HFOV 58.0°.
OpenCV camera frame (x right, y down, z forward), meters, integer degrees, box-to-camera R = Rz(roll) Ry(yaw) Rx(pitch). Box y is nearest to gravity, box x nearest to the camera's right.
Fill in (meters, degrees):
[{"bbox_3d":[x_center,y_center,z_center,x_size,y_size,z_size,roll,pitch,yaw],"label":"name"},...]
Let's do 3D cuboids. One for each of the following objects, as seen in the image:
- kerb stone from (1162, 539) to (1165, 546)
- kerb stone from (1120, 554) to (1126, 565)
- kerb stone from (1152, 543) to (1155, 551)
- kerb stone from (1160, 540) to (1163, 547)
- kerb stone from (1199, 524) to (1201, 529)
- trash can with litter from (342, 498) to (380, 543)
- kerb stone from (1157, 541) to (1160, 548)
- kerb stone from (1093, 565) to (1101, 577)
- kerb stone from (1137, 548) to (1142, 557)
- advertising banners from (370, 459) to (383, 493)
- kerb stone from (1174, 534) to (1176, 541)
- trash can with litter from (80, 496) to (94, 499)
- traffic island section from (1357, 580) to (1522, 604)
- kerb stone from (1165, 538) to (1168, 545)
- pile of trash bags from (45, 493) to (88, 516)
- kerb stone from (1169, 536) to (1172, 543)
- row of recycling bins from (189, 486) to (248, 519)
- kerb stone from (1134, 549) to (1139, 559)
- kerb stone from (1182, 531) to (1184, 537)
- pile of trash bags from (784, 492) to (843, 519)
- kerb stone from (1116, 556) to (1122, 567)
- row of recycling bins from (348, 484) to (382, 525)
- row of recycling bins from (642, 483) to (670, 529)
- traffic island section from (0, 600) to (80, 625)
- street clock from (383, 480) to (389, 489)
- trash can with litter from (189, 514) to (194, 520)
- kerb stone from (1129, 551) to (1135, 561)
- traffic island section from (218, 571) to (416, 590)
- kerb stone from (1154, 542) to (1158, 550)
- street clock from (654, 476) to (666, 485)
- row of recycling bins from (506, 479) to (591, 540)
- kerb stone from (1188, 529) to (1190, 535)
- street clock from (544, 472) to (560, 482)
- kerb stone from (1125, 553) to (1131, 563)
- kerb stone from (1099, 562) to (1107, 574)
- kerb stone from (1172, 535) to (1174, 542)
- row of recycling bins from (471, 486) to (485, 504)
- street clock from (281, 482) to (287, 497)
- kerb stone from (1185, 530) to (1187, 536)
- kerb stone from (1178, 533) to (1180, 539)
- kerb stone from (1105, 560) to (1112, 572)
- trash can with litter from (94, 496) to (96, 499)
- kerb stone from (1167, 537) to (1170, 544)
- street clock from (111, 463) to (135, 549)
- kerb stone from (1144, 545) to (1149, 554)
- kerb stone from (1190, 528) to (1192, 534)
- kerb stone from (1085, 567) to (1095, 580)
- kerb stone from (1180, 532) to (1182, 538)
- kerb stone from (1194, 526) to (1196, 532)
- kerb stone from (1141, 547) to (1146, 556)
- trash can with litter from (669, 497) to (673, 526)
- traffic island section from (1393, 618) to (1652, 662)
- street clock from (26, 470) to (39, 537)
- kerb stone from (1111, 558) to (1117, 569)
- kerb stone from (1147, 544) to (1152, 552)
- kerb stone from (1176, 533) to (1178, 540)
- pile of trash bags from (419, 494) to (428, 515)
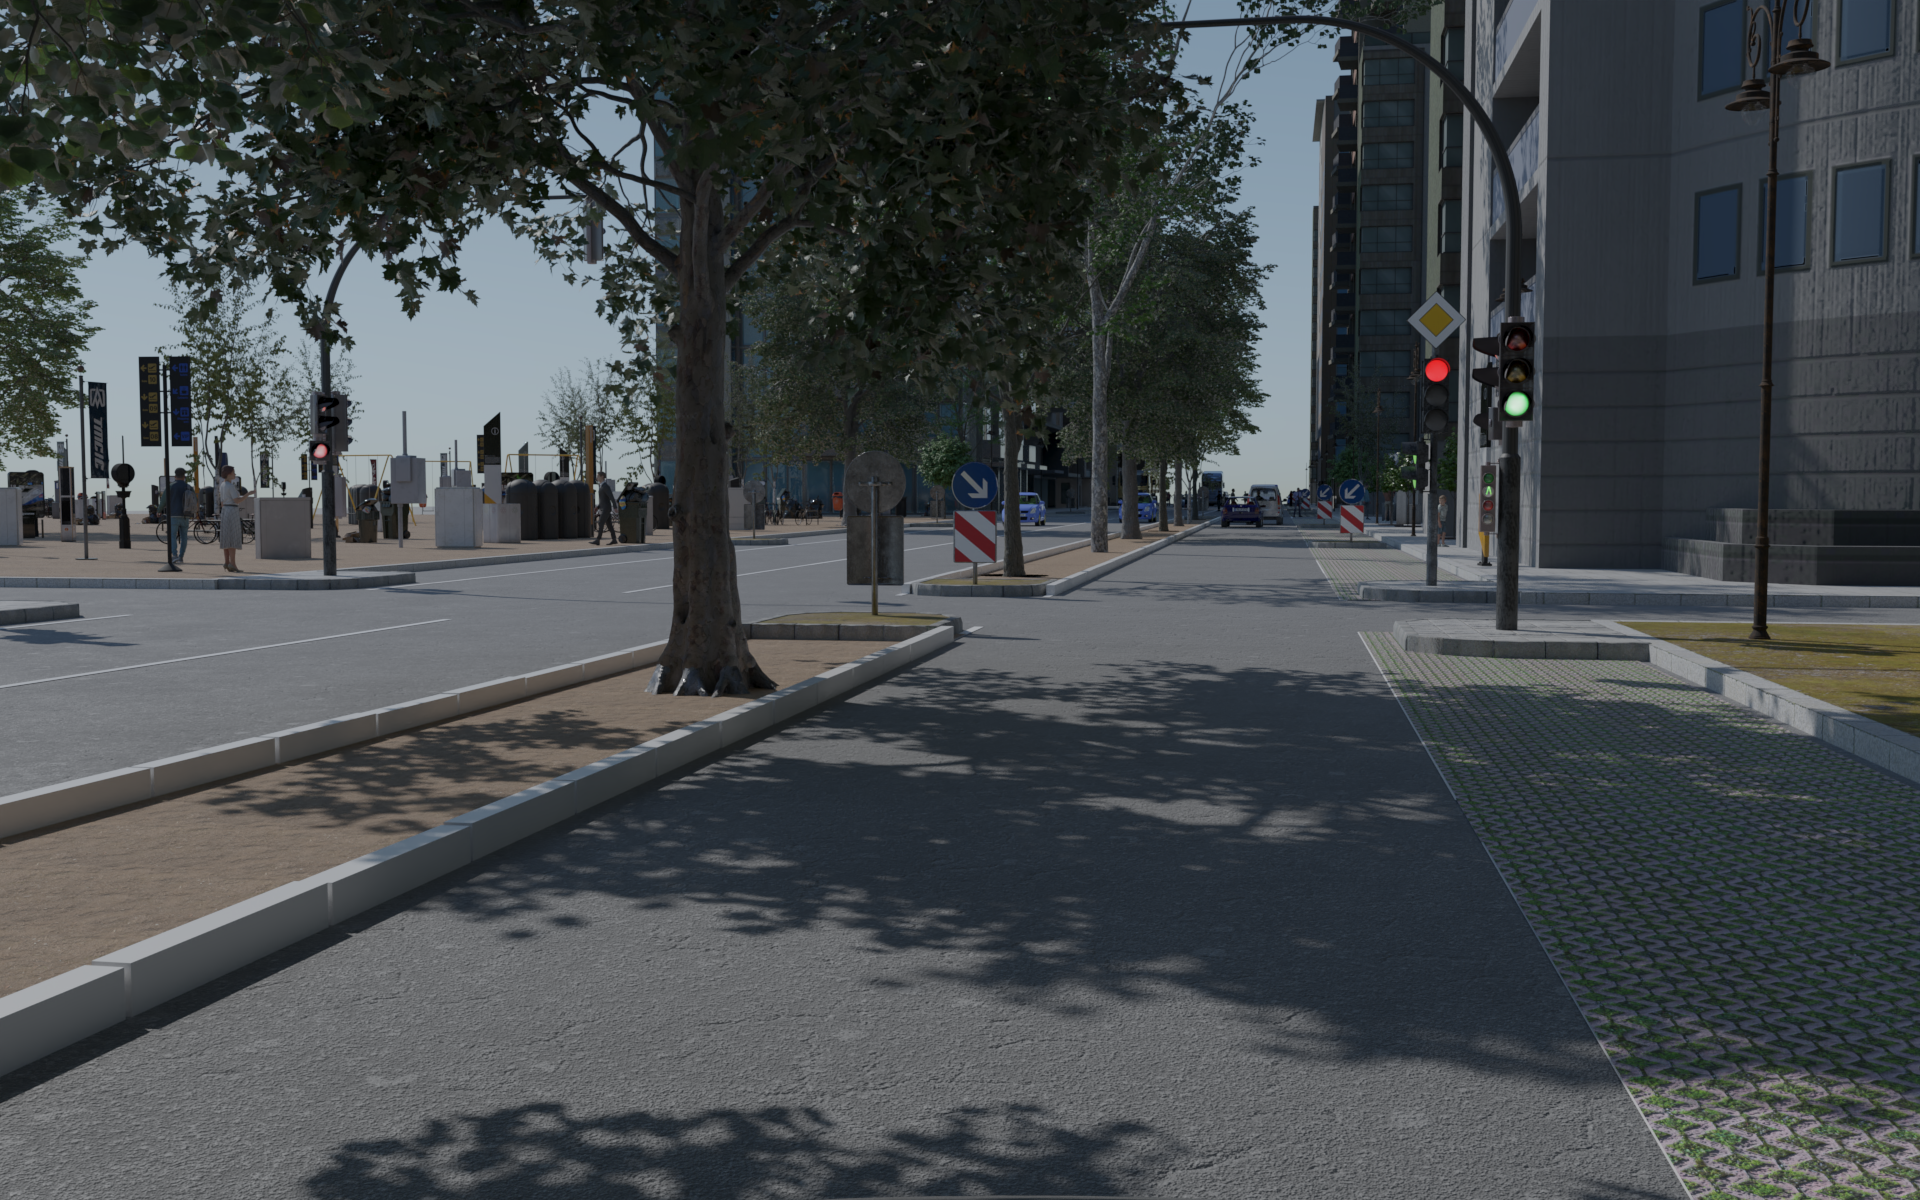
[{"bbox_3d":[5.426,-1.522,47.088,0.120,0.150,1.000,1,4,10],"label":"kerb stone"},{"bbox_3d":[3.207,-0.783,34.995,0.120,0.150,1.000,1,4,10],"label":"kerb stone"},{"bbox_3d":[4.683,-1.276,43.056,0.120,0.150,1.000,1,4,10],"label":"kerb stone"},{"bbox_3d":[5.240,-1.461,46.083,0.120,0.150,1.000,1,4,10],"label":"kerb stone"},{"bbox_3d":[9.300,-2.818,68.273,0.120,0.150,1.000,1,4,10],"label":"kerb stone"},{"bbox_3d":[-15.741,-2.080,45.398,1.055,1.170,0.624,1,4,23],"label":"trash can with litter"},{"bbox_3d":[5.056,-1.399,45.077,0.120,0.150,1.000,1,4,10],"label":"kerb stone"},{"bbox_3d":[2.283,-0.474,29.952,0.120,0.150,1.000,1,4,10],"label":"kerb stone"},{"bbox_3d":[3.952,-1.030,39.031,0.120,0.150,1.000,1,4,10],"label":"kerb stone"},{"bbox_3d":[-29.030,-5.568,87.217,0.090,3.025,2.074,1,4,19],"label":"advertising banners"},{"bbox_3d":[6.343,-1.831,52.136,0.120,0.150,1.000,1,4,10],"label":"kerb stone"},{"bbox_3d":[-50.152,-5.337,98.647,1.055,1.170,0.624,1,4,18],"label":"trash can with litter"},{"bbox_3d":[6.625,-0.121,24.255,2.009,0.180,2.903,1,4,10],"label":"traffic island section"},{"bbox_3d":[5.614,-1.582,48.104,0.120,0.150,1.000,1,4,10],"label":"kerb stone"},{"bbox_3d":[-53.897,-5.730,103.442,1.912,1.369,3.447,3,5,43],"label":"pile of trash bags"},{"bbox_3d":[5.983,-1.702,50.116,0.120,0.150,1.000,1,4,10],"label":"kerb stone"},{"bbox_3d":[-37.341,-4.889,87.045,3.534,1.692,1.069,1,4,15],"label":"row of recycling bins"},{"bbox_3d":[3.767,-0.968,38.015,0.120,0.150,1.000,1,4,10],"label":"kerb stone"},{"bbox_3d":[7.090,-2.078,56.164,0.120,0.150,1.000,1,4,10],"label":"kerb stone"},{"bbox_3d":[-7.543,-4.896,89.805,3.447,1.369,1.912,2,4,25],"label":"pile of trash bags"},{"bbox_3d":[3.023,-0.721,33.985,0.120,0.150,1.000,1,4,10],"label":"kerb stone"},{"bbox_3d":[-24.997,-4.008,72.639,1.069,1.692,3.534,-2,4,-29],"label":"row of recycling bins"},{"bbox_3d":[-11.378,-3.519,64.644,1.069,1.692,3.534,-1,4,-15],"label":"row of recycling bins"},{"bbox_3d":[-11.379,0.175,19.428,2.009,0.180,2.903,1,4,10],"label":"traffic island section"},{"bbox_3d":[-29.845,-5.229,90.062,0.358,2.002,0.471,0,4,-6],"label":"street clock"},{"bbox_3d":[-37.551,-4.511,84.816,1.678,1.210,2.233,-2,4,-31],"label":"trash can with litter"},{"bbox_3d":[3.579,-0.906,37.011,0.120,0.150,1.000,1,4,10],"label":"kerb stone"},{"bbox_3d":[-9.941,-0.306,27.283,2.009,0.180,2.903,1,4,10],"label":"traffic island section"},{"bbox_3d":[4.877,-1.333,44.060,0.120,0.150,1.000,1,4,10],"label":"kerb stone"},{"bbox_3d":[-11.724,-3.863,67.737,0.358,2.002,0.471,2,4,30],"label":"street clock"},{"bbox_3d":[-11.678,-2.589,49.447,1.069,1.692,3.534,1,4,21],"label":"row of recycling bins"},{"bbox_3d":[7.833,-2.323,60.190,0.120,0.150,1.000,1,4,10],"label":"kerb stone"},{"bbox_3d":[-13.099,-3.123,55.628,0.358,2.002,0.471,3,5,43],"label":"street clock"},{"bbox_3d":[3.395,-0.842,36.005,0.120,0.150,1.000,1,4,10],"label":"kerb stone"},{"bbox_3d":[2.470,-0.536,30.957,0.120,0.150,1.000,1,4,10],"label":"kerb stone"},{"bbox_3d":[6.167,-1.769,51.125,0.120,0.150,1.000,1,4,10],"label":"kerb stone"},{"bbox_3d":[-20.225,-4.202,75.808,3.534,1.692,1.069,0,4,2],"label":"row of recycling bins"},{"bbox_3d":[-39.943,-5.978,102.318,0.358,2.002,0.471,-2,4,-29],"label":"street clock"},{"bbox_3d":[7.462,-2.199,58.180,0.120,0.150,1.000,1,4,10],"label":"kerb stone"},{"bbox_3d":[6.718,-1.954,54.145,0.120,0.150,1.000,1,4,10],"label":"kerb stone"},{"bbox_3d":[2.655,-0.595,31.962,0.120,0.150,1.000,1,4,10],"label":"kerb stone"},{"bbox_3d":[-54.120,-5.918,108.146,0.624,1.170,1.055,-2,4,-34],"label":"trash can with litter"},{"bbox_3d":[5.794,-1.646,49.112,0.120,0.150,1.000,1,4,10],"label":"kerb stone"},{"bbox_3d":[-19.626,-2.207,40.655,0.358,2.002,0.471,2,4,32],"label":"street clock"},{"bbox_3d":[4.315,-1.153,41.046,0.120,0.150,1.000,1,4,10],"label":"kerb stone"},{"bbox_3d":[8.019,-2.386,61.203,0.120,0.150,1.000,1,4,10],"label":"kerb stone"},{"bbox_3d":[2.107,-0.413,28.946,0.120,0.150,1.000,1,4,10],"label":"kerb stone"},{"bbox_3d":[6.903,-2.016,55.159,0.120,0.150,1.000,1,4,10],"label":"kerb stone"},{"bbox_3d":[8.564,-2.571,64.233,0.120,0.150,1.000,1,4,10],"label":"kerb stone"},{"bbox_3d":[4.135,-1.091,40.036,0.120,0.150,1.000,1,4,10],"label":"kerb stone"},{"bbox_3d":[-11.644,-3.550,69.430,0.624,1.170,1.055,-2,4,-26],"label":"trash can with litter"},{"bbox_3d":[5.187,0.360,16.400,2.009,0.180,2.903,1,4,10],"label":"traffic island section"},{"bbox_3d":[-27.709,-2.888,51.790,0.358,2.002,0.471,3,5,40],"label":"street clock"},{"bbox_3d":[2.839,-0.655,32.978,0.120,0.150,1.000,1,4,10],"label":"kerb stone"},{"bbox_3d":[4.500,-1.214,42.051,0.120,0.150,1.000,1,4,10],"label":"kerb stone"},{"bbox_3d":[6.524,-1.893,53.142,0.120,0.150,1.000,1,4,10],"label":"kerb stone"},{"bbox_3d":[-34.612,-5.939,106.847,3.447,1.369,1.912,-1,4,-23],"label":"pile of trash bags"}]
